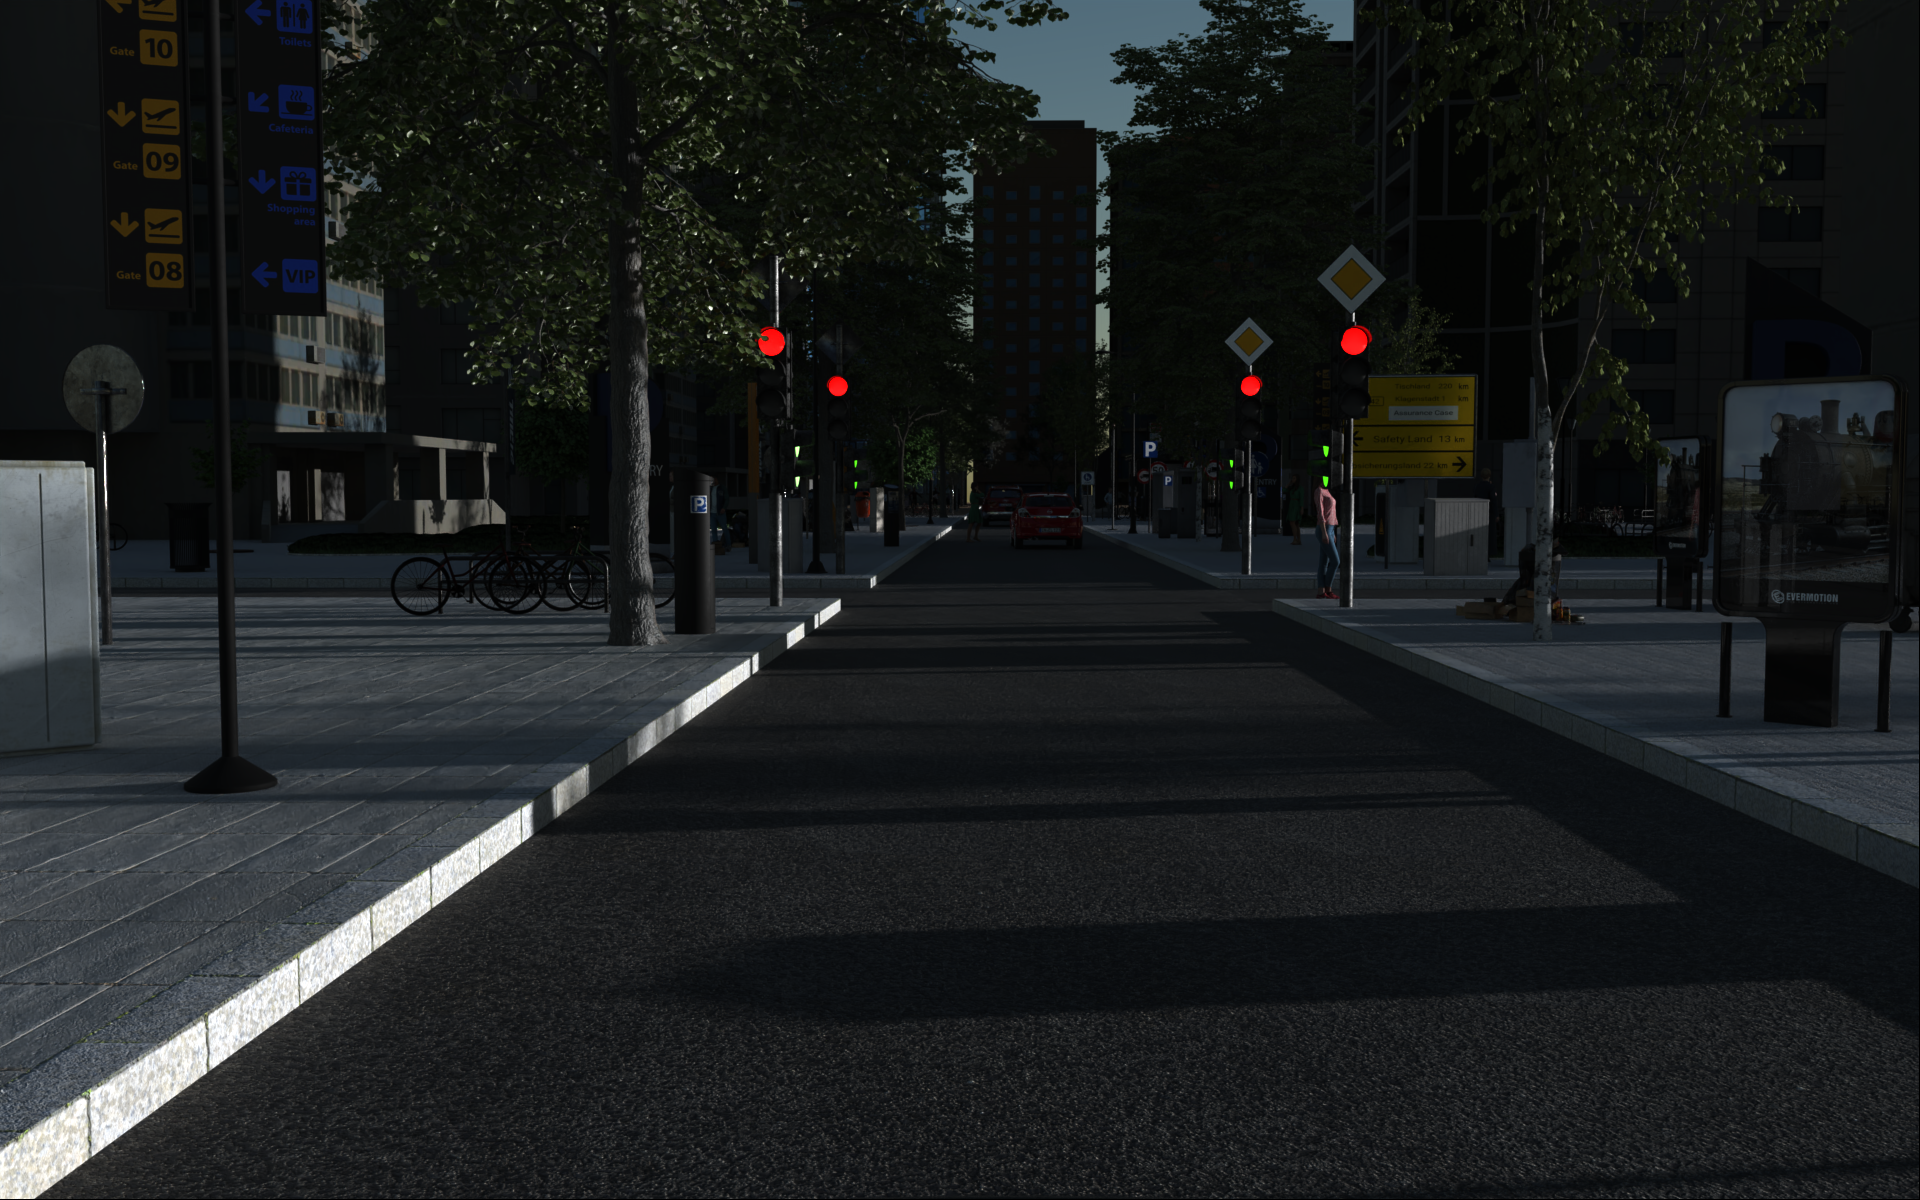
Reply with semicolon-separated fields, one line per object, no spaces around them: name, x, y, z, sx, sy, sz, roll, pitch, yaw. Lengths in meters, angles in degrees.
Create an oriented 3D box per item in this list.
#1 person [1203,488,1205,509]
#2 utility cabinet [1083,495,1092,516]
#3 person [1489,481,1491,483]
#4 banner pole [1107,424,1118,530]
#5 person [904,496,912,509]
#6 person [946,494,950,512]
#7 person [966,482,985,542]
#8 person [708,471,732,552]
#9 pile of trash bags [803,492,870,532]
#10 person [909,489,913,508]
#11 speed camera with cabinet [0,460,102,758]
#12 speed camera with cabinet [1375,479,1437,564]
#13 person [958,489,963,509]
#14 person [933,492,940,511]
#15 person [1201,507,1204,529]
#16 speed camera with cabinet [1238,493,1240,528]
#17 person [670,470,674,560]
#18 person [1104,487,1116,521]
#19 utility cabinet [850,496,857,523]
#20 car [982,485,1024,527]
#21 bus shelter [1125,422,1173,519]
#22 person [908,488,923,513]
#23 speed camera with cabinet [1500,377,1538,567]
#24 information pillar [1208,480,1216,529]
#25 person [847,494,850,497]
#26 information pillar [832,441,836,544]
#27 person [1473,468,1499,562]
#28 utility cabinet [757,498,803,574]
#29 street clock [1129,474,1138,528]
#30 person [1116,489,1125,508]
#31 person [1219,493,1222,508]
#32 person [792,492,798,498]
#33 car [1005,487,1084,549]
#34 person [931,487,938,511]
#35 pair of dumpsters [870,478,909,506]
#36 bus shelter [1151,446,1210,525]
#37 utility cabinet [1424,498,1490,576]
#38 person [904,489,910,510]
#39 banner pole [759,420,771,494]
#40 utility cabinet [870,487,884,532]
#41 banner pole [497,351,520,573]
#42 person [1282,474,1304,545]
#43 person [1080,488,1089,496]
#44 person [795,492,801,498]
person;17.403;-7.229;124.961;0.721;1.735;1.217;1;4;18
utility cabinet;7.802;-5.575;102.313;1.020;1.237;0.306;1;4;16
person;18.543;-3.332;61.114;0.593;1.750;0.643;-3;4;-37
banner pole;5.441;-4.397;61.906;0.401;3.779;0.863;0;4;-3
person;-4.691;-8.458;144.291;1.348;1.831;0.705;0;4;5
person;-0.701;-6.922;122.444;0.421;1.427;0.697;-2;4;-30
person;0.414;-2.619;51.570;0.529;1.795;0.600;-1;4;-19
person;-5.354;-1.947;38.217;0.623;1.781;0.721;1;4;12
pile of trash bags;-4.414;-3.079;60.094;1.912;1.369;3.447;3;5;44
person;-4.509;-9.310;158.707;0.568;1.767;0.683;3;5;42
speed camera with cabinet;-5.254;-0.844;8.143;2.038;3.252;0.660;-3;5;-40
speed camera with cabinet;8.095;-2.272;31.476;0.660;3.252;2.038;0;4;-2
person;-0.059;-8.914;152.473;0.721;1.739;1.217;2;4;24
person;-1.689;-6.815;120.653;0.799;1.438;0.628;-1;4;-18
person;8.300;-3.360;60.970;0.713;1.824;0.794;1;4;20
speed camera with cabinet;9.972;-3.971;59.254;0.660;3.252;2.038;0;4;-2
person;-5.599;-1.669;33.880;0.362;1.759;0.519;-2;4;-30
person;7.193;-4.593;82.945;0.589;1.601;0.330;-1;4;-16
utility cabinet;-4.645;-3.983;76.291;0.306;1.237;1.020;0;4;2
car;2.012;-4.215;77.587;2.281;1.827;5.304;0;4;1
bus shelter;10.188;-7.154;94.600;2.179;5.291;8.768;0;4;1
person;-3.018;-6.713;116.317;1.217;1.766;0.721;-2;4;-29
speed camera with cabinet;9.766;-2.188;30.106;0.660;3.252;2.038;1;4;21
information pillar;9.352;-3.641;64.018;0.304;2.012;0.304;0;4;-7
person;-9.991;-8.783;150.439;1.217;1.735;0.721;-3;4;-38
information pillar;-3.186;-3.150;42.862;0.183;3.616;0.504;1;4;13
person;9.848;-1.591;32.473;0.576;1.772;0.534;2;4;30
utility cabinet;-2.959;-1.054;28.395;0.306;1.237;1.020;-3;4;-36
street clock;6.117;-3.459;61.124;0.358;2.002;0.471;0;4;-3
person;14.994;-9.536;162.748;1.217;1.735;0.721;0;4;-6
person;17.237;-6.404;113.967;0.991;1.433;0.599;-1;4;-19
person;-12.892;-7.782;136.460;0.628;1.438;0.799;0;4;-5
car;2.292;-2.298;46.605;2.155;1.783;4.494;0;4;0
person;-1.894;-7.872;134.894;1.348;1.807;0.705;-3;5;-40
pair of dumpsters;-3.125;-4.514;76.301;1.574;2.255;4.437;0;4;1
bus shelter;9.380;-4.916;74.295;2.014;3.302;5.546;0;4;1
utility cabinet;7.839;-0.989;27.338;1.020;1.237;0.306;-1;4;-20
person;-4.264;-8.151;139.973;0.551;1.740;0.621;2;4;33
banner pole;-5.643;-3.651;49.707;0.863;3.779;0.401;0;4;7
utility cabinet;-2.571;-3.034;58.285;0.318;1.500;1.173;2;4;35
banner pole;-7.230;-2.312;27.823;0.401;3.779;0.863;-2;4;-26
person;8.470;-2.283;43.624;0.529;1.795;0.600;-3;5;-40
person;11.533;-9.418;160.009;1.348;1.826;0.705;-2;4;-28
person;-12.248;-7.408;130.401;0.697;1.427;0.421;3;4;36
